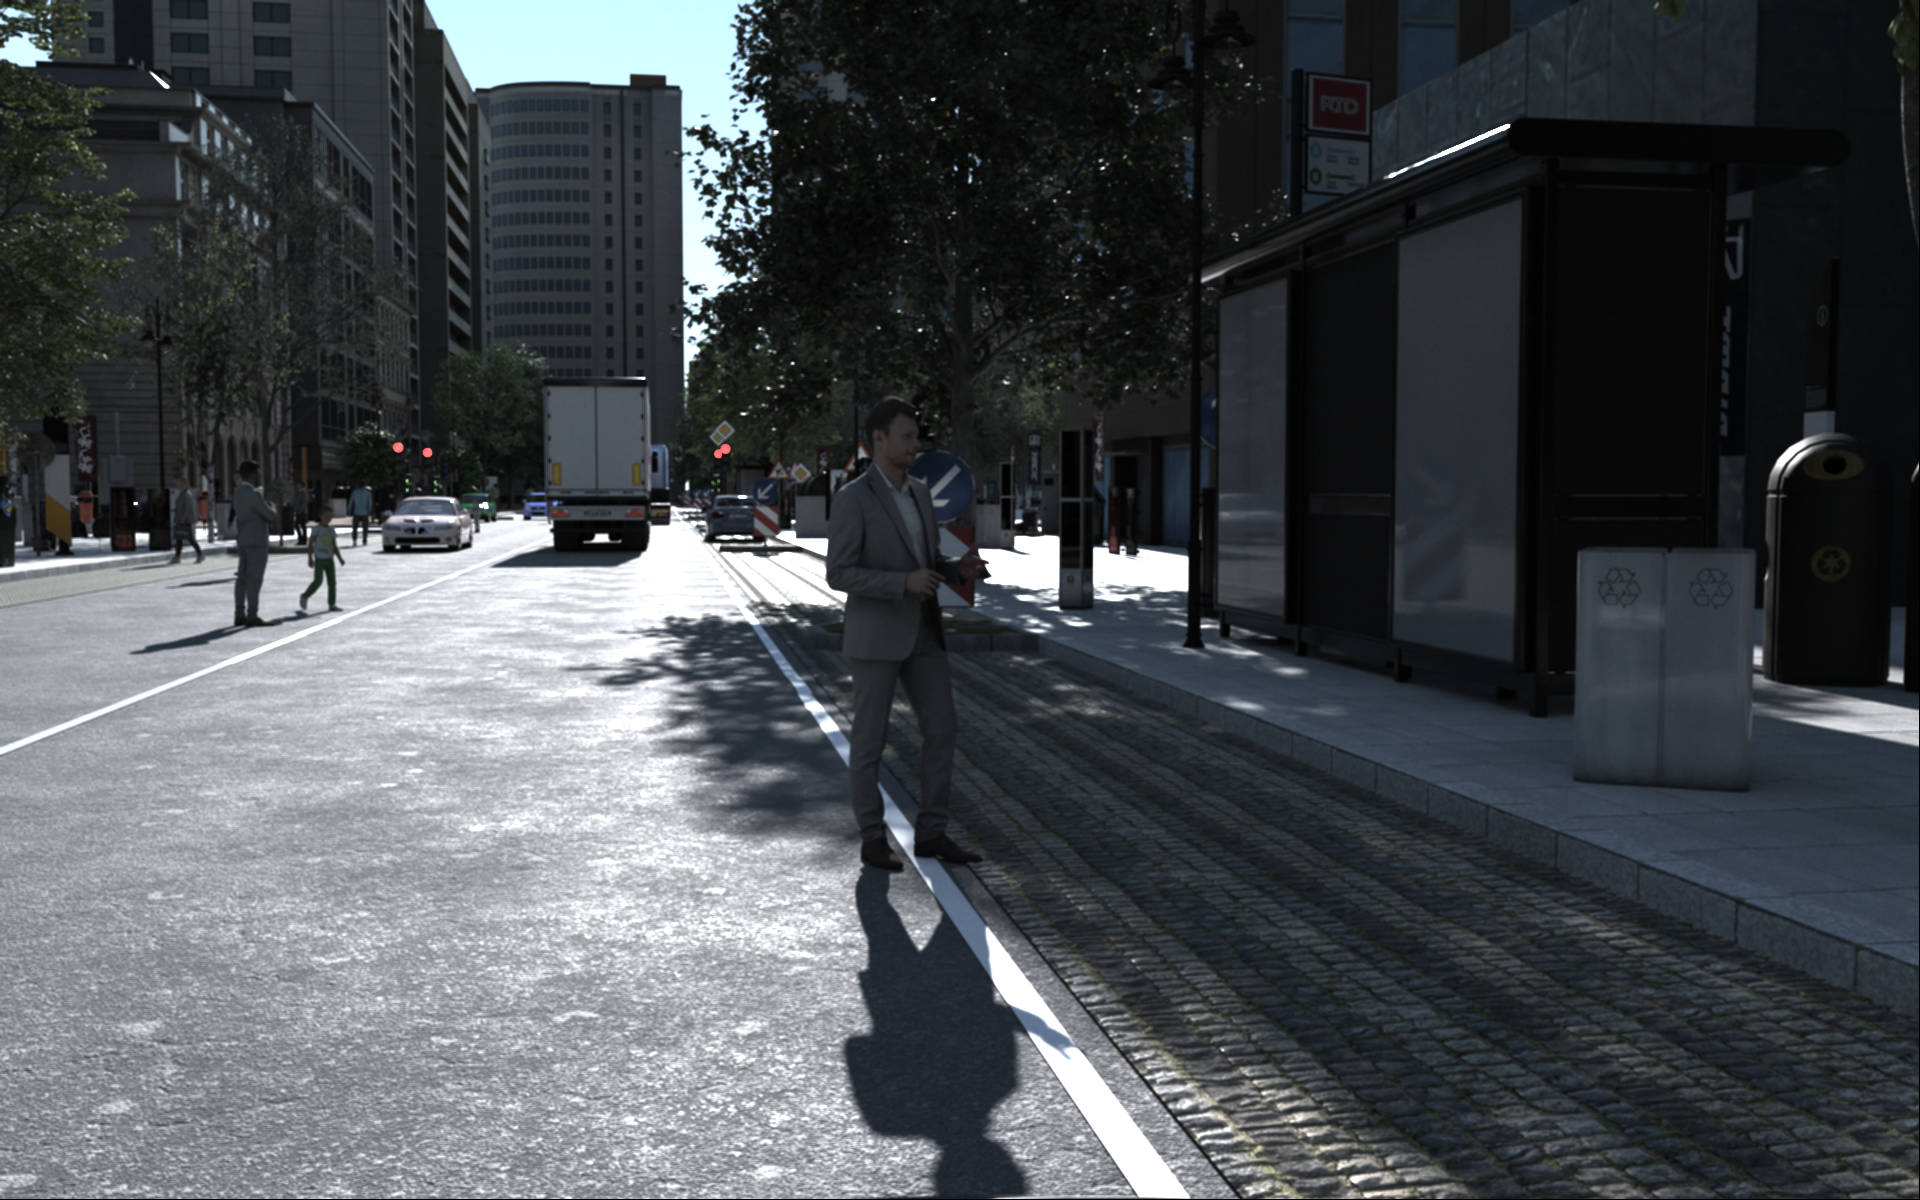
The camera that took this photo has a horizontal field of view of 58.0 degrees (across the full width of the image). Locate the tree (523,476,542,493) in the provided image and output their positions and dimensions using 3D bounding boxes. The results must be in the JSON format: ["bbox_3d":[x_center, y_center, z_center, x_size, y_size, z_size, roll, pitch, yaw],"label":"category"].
[{"bbox_3d":[-39.627,-10.105,159.818,1.663,3.219,1.824,0,3,0],"label":"tree"}]

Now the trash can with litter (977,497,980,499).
[{"bbox_3d":[0.648,-6.256,113.337,2.233,1.210,1.678,0,4,6],"label":"trash can with litter"}]

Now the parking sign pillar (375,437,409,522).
[{"bbox_3d":[-26.611,-5.689,81.485,1.447,3.967,1.447,-1,4,-20],"label":"parking sign pillar"}]

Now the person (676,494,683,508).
[{"bbox_3d":[-28.534,-10.058,176.139,0.628,1.438,0.799,2,4,30],"label":"person"}]

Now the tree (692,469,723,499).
[{"bbox_3d":[-24.169,-11.236,167.415,4.285,4.588,4.351,0,3,0],"label":"tree"}]

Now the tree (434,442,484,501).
[{"bbox_3d":[-31.551,-7.678,109.254,4.285,4.588,4.351,0,3,0],"label":"tree"}]

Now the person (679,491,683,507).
[{"bbox_3d":[-28.713,-10.339,178.093,0.434,1.755,0.990,0,4,5],"label":"person"}]

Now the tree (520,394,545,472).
[{"bbox_3d":[-44.528,-17.024,188.718,12.009,13.543,11.850,0,3,0],"label":"tree"}]

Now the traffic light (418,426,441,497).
[{"bbox_3d":[-21.893,-5.048,71.452,0.839,4.253,0.868,-1,4,-10],"label":"traffic light"}]

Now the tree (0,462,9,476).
[{"bbox_3d":[-31.233,-3.695,55.020,1.663,3.219,1.824,0,3,0],"label":"tree"}]

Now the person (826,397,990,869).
[{"bbox_3d":[-0.188,0.126,6.632,0.583,1.804,0.606,2,4,35],"label":"person"}]

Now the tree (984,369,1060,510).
[{"bbox_3d":[3.823,-8.980,97.182,4.360,8.622,3.978,0,3,0],"label":"tree"}]

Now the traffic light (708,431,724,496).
[{"bbox_3d":[-10.254,-5.170,73.458,0.839,4.253,0.868,-1,4,-10],"label":"traffic light"}]

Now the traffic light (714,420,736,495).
[{"bbox_3d":[-8.904,-4.689,65.587,0.839,4.253,0.868,-1,4,-10],"label":"traffic light"}]

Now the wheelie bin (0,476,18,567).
[{"bbox_3d":[-17.057,-1.379,30.450,0.980,1.594,0.693,0,4,2],"label":"wheelie bin"}]

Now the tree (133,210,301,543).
[{"bbox_3d":[-19.784,-5.835,45.772,4.360,8.622,3.978,0,3,0],"label":"tree"}]

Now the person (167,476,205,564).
[{"bbox_3d":[-15.869,-1.640,35.496,0.728,1.800,0.709,-2,4,-32],"label":"person"}]

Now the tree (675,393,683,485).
[{"bbox_3d":[-14.082,-11.732,109.945,7.486,12.596,7.792,0,3,0],"label":"tree"}]

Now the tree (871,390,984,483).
[{"bbox_3d":[-1.771,-8.831,94.747,4.360,8.622,3.978,0,3,0],"label":"tree"}]

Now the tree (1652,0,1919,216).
[{"bbox_3d":[3.436,-3.396,5.893,4.737,8.622,4.395,0,3,0],"label":"tree"}]

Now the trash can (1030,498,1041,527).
[{"bbox_3d":[3.093,-3.469,68.369,0.748,1.137,0.748,0,3,0],"label":"trash can"}]

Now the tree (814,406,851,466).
[{"bbox_3d":[-10.194,-11.638,140.650,4.360,8.622,3.978,0,3,0],"label":"tree"}]

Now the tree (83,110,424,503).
[{"bbox_3d":[-21.954,-8.837,54.862,12.009,13.543,11.850,0,3,0],"label":"tree"}]

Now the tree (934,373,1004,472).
[{"bbox_3d":[0.281,-13.782,143.465,7.486,12.596,7.792,0,3,0],"label":"tree"}]

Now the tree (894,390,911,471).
[{"bbox_3d":[-3.690,-9.515,105.940,4.737,8.622,4.395,0,3,0],"label":"tree"}]

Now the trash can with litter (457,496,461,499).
[{"bbox_3d":[-32.502,-6.216,113.024,0.624,1.170,1.055,-1,4,-21],"label":"trash can with litter"}]

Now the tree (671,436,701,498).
[{"bbox_3d":[-31.705,-16.816,209.346,8.767,10.594,7.601,3,5,40],"label":"tree"}]

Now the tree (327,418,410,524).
[{"bbox_3d":[-25.385,-5.552,74.492,4.285,4.588,4.351,0,3,0],"label":"tree"}]

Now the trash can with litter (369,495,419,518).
[{"bbox_3d":[-30.697,-5.027,93.244,2.233,1.210,1.678,1,4,8],"label":"trash can with litter"}]

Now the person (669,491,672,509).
[{"bbox_3d":[-28.579,-9.861,170.518,0.721,1.735,1.217,-1,4,-22],"label":"person"}]

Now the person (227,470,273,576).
[{"bbox_3d":[-12.325,-1.317,29.812,0.659,1.850,0.755,1,4,19],"label":"person"}]

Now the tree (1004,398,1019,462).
[{"bbox_3d":[4.850,-10.535,122.607,4.737,8.622,4.395,0,3,0],"label":"tree"}]

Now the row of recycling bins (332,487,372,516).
[{"bbox_3d":[-35.859,-5.819,102.255,3.534,1.692,1.069,3,4,37],"label":"row of recycling bins"}]

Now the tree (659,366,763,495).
[{"bbox_3d":[-18.015,-13.682,134.063,12.009,13.543,11.850,0,3,0],"label":"tree"}]

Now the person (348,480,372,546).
[{"bbox_3d":[-16.584,-2.406,47.855,0.660,1.820,0.620,-1,4,-12],"label":"person"}]

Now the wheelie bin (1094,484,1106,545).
[{"bbox_3d":[3.324,-2.193,43.771,0.693,1.594,0.980,1,4,9],"label":"wheelie bin"}]

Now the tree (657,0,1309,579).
[{"bbox_3d":[0.110,-6.686,26.332,9.611,12.733,9.660,0,3,0],"label":"tree"}]

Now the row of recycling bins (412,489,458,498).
[{"bbox_3d":[-38.936,-7.447,128.864,3.534,1.692,1.069,-2,4,-27],"label":"row of recycling bins"}]

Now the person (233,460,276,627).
[{"bbox_3d":[-7.657,-0.623,18.871,0.511,1.800,0.466,2,4,29],"label":"person"}]

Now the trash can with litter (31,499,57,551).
[{"bbox_3d":[-20.767,-1.712,39.375,0.624,1.170,1.055,-1,4,-23],"label":"trash can with litter"}]

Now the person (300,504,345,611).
[{"bbox_3d":[-7.843,-0.521,21.271,0.590,1.304,0.306,1,4,19],"label":"person"}]

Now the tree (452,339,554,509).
[{"bbox_3d":[-37.394,-14.517,144.001,9.857,13.997,8.962,0,3,0],"label":"tree"}]

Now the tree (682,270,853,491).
[{"bbox_3d":[-8.454,-9.969,81.118,7.486,12.596,7.792,0,3,0],"label":"tree"}]

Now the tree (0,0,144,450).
[{"bbox_3d":[-17.879,-6.743,28.375,7.486,12.596,7.792,0,3,0],"label":"tree"}]

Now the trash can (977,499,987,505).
[{"bbox_3d":[0.373,-2.173,47.179,0.748,1.137,0.748,0,3,0],"label":"trash can"}]

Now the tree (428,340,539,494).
[{"bbox_3d":[-31.955,-11.657,116.346,9.928,11.665,9.643,0,3,0],"label":"tree"}]

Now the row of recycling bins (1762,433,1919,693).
[{"bbox_3d":[6.763,-0.226,10.805,1.069,1.692,3.534,-2,4,-35],"label":"row of recycling bins"}]

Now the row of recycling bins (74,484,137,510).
[{"bbox_3d":[-35.250,-3.932,71.403,1.069,1.692,3.534,0,4,7],"label":"row of recycling bins"}]

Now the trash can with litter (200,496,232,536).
[{"bbox_3d":[-22.186,-2.587,53.353,2.233,1.210,1.678,-1,4,-22],"label":"trash can with litter"}]

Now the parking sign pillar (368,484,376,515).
[{"bbox_3d":[-35.705,-7.129,105.035,1.447,3.967,1.447,-1,4,-12],"label":"parking sign pillar"}]

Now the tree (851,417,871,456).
[{"bbox_3d":[-5.285,-10.867,128.032,4.360,8.622,3.978,0,3,0],"label":"tree"}]

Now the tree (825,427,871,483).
[{"bbox_3d":[-3.129,-3.375,49.782,1.663,3.219,1.824,0,3,0],"label":"tree"}]

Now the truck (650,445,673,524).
[{"bbox_3d":[-16.240,-6.095,89.418,2.967,4.110,18.799,-1,4,-10],"label":"truck"}]

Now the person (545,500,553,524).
[{"bbox_3d":[-19.502,-4.510,82.573,0.599,1.781,0.374,3,5,39],"label":"person"}]

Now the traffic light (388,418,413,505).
[{"bbox_3d":[-20.543,-4.566,63.582,0.839,4.253,0.868,-1,4,-10],"label":"traffic light"}]

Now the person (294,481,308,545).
[{"bbox_3d":[-18.399,-2.423,48.295,0.473,1.802,0.592,0,4,-5],"label":"person"}]

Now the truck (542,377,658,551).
[{"bbox_3d":[-9.689,-3.565,47.202,2.839,4.237,11.283,-1,4,-10],"label":"truck"}]

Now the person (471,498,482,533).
[{"bbox_3d":[-17.970,-3.155,64.360,0.425,1.301,0.394,0,4,-2],"label":"person"}]

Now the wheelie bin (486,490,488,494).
[{"bbox_3d":[-34.767,-7.362,128.281,0.980,1.594,0.693,0,4,7],"label":"wheelie bin"}]
